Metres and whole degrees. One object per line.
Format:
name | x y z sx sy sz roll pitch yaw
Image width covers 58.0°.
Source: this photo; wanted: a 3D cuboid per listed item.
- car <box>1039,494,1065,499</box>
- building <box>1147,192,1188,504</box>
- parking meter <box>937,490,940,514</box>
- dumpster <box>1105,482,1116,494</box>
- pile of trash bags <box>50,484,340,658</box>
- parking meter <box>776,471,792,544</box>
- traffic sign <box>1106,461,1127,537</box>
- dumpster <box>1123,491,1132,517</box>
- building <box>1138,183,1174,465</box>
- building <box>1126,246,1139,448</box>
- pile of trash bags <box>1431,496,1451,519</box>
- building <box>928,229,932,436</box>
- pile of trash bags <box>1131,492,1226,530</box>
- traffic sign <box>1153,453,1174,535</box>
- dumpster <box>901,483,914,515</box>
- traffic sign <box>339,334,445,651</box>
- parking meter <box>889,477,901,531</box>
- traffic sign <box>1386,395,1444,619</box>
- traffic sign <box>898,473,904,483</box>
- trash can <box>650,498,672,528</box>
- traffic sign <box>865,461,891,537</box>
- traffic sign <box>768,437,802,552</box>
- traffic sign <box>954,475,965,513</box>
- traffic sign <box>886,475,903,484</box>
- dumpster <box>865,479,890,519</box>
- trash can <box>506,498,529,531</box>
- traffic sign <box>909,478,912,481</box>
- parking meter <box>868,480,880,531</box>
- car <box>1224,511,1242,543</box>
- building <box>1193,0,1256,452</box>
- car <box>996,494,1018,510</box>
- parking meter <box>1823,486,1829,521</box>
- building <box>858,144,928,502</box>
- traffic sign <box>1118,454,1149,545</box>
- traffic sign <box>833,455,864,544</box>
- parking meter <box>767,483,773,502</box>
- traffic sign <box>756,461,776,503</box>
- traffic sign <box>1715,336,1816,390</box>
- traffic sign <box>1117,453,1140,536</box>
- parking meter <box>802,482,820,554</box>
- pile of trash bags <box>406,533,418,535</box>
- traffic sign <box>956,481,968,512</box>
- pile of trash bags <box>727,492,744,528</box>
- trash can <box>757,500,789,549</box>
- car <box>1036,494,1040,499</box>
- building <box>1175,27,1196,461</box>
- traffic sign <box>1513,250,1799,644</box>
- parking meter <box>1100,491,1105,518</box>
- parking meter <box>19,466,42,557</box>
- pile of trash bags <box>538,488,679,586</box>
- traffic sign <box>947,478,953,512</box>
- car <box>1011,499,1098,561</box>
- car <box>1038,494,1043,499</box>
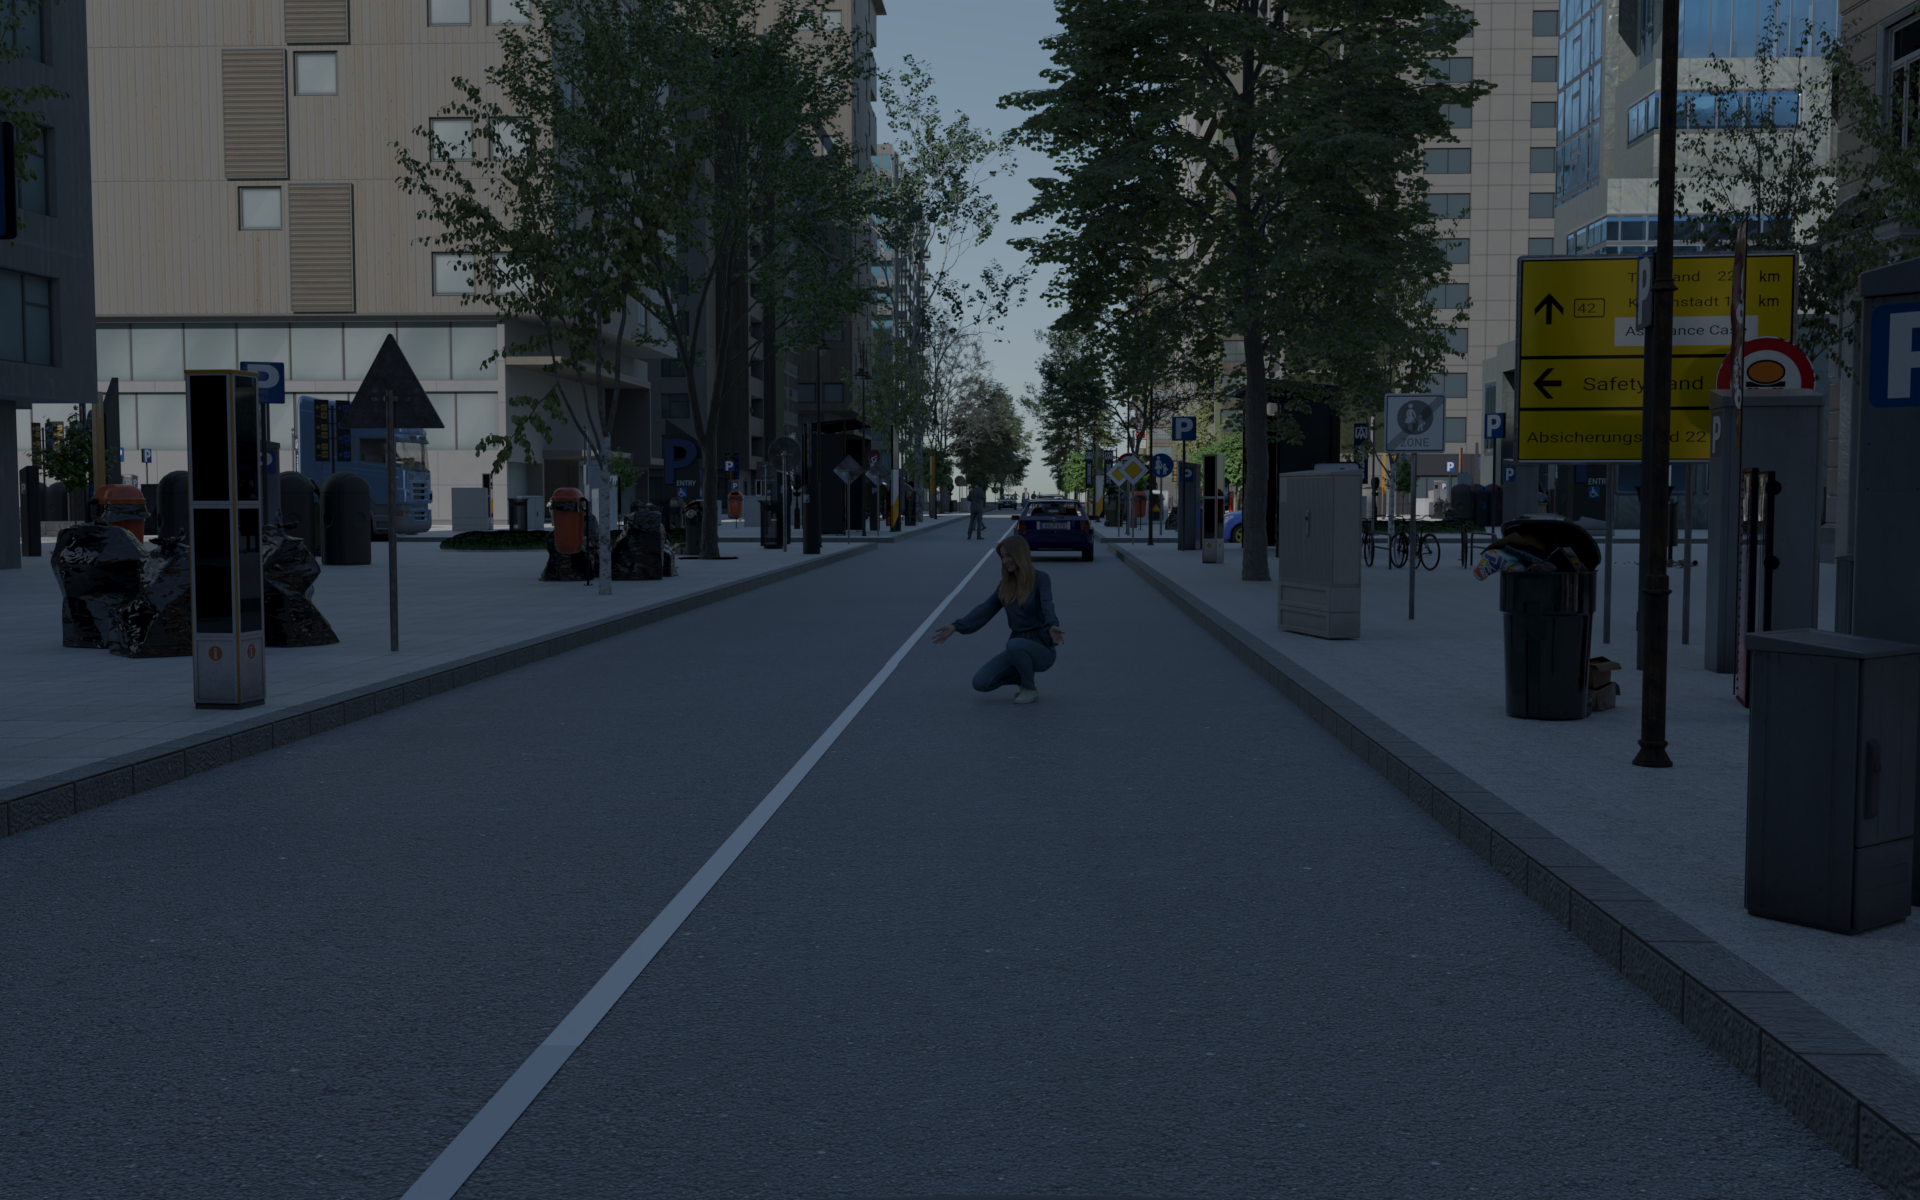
car | 4.815 -4.954 90.780 2.009 1.686 4.222 0 4 2
building | 32.254 -33.664 234.002 14.154 41.232 14.086 0 4 3
parking meter | -1.437 -6.146 108.900 0.372 1.533 0.369 0 3 0
dumpster | 7.894 -5.042 84.924 1.502 2.255 1.985 0 4 3
pile of trash bags | -6.938 -0.332 15.187 1.912 1.369 3.447 -3 5 -43
parking meter | -4.487 -2.358 44.270 0.399 1.863 0.255 0 4 -7
traffic sign | 4.764 -2.953 51.917 0.795 2.450 0.064 0 4 3
dumpster | 7.753 -4.599 80.948 1.264 1.857 1.865 0 4 3
building | 32.903 -36.577 248.141 14.600 45.320 14.200 0 4 3
building | 37.370 -37.626 269.805 22.147 44.769 28.867 0 4 3
pile of trash bags | 25.237 -4.788 88.032 1.912 1.369 3.447 0 4 0
building | -15.967 -39.732 269.231 23.786 49.044 30.456 0 4 3
pile of trash bags | 7.817 -3.190 61.915 3.447 1.369 1.912 0 4 -3
traffic sign | 6.264 -3.291 53.920 0.768 2.556 0.104 1 4 8
dumpster | -3.038 -5.110 89.311 1.264 1.857 1.865 0 4 3
traffic sign | -4.618 -0.861 14.076 0.884 2.594 0.081 0 4 6
parking meter | -2.227 -3.286 59.429 0.399 1.863 0.255 0 4 8
traffic sign | 4.623 -0.950 17.666 0.606 2.300 0.079 0 4 7
traffic sign | -3.429 -5.713 93.410 0.884 2.594 0.081 1 4 9
trash can | -9.718 -2.729 56.272 0.748 1.137 0.748 0 3 0
traffic sign | -2.471 -2.974 52.274 0.795 2.450 0.064 0 4 3
traffic sign | -3.887 -2.343 38.413 0.768 2.556 0.104 1 4 9
traffic sign | -0.017 -7.216 118.085 0.768 2.556 0.104 1 4 12
traffic sign | -3.339 -5.381 87.983 0.884 2.594 0.081 0 4 6
dumpster | -4.397 -5.366 90.228 1.502 2.255 1.985 0 4 3
trash can | -14.776 -2.830 57.932 0.748 1.137 0.748 0 3 0
traffic sign | -2.781 -6.476 105.991 0.768 2.556 0.104 1 4 9
parking meter | -3.003 -3.357 60.591 0.399 1.863 0.255 0 4 -1
car | 8.881 -2.356 48.118 3.694 1.707 1.945 0 4 2
building | 32.099 -32.267 151.266 21.300 48.544 21.600 0 4 3
car | 4.297 -8.990 156.777 2.009 1.686 4.222 0 4 2
parking meter | 28.632 -2.974 57.032 0.372 1.533 0.369 0 3 0
building | -17.682 -37.830 238.120 23.786 49.044 30.456 0 4 3
traffic sign | 4.391 -2.465 43.940 0.795 2.450 0.064 0 4 3
traffic sign | -2.844 -2.487 44.298 0.795 2.450 0.064 0 4 3
parking meter | -10.030 -5.201 90.746 0.399 1.863 0.255 -1 4 -12
traffic sign | -6.081 -3.191 54.303 0.606 2.300 0.079 0 4 3
traffic sign | 6.511 -0.855 14.087 0.768 2.556 0.104 0 4 8
traffic sign | 5.194 -3.257 53.355 0.768 2.556 0.104 0 4 6
parking meter | -3.173 -1.749 36.999 0.372 1.533 0.369 0 3 0
pile of trash bags | -18.829 -2.728 54.350 3.447 1.369 1.912 -1 4 -18
traffic sign | 0.151 -7.403 121.037 0.884 2.594 0.081 1 4 9
pile of trash bags | -9.791 -3.358 64.662 3.447 1.369 1.912 0 4 -2
trash can | -4.375 -1.769 40.584 0.748 1.137 0.748 0 3 0
car | 12.633 -15.749 267.289 2.009 1.686 4.222 0 4 3
building | 36.315 -35.855 175.469 28.713 52.752 27.495 0 4 3
traffic sign | 5.873 -1.275 14.722 2.265 3.308 0.079 1 4 9
parking meter | 7.567 -5.157 92.729 0.372 1.533 0.369 0 3 0
parking meter | -19.122 -1.829 35.619 0.399 1.863 0.255 3 4 37
pile of trash bags | -5.370 -0.977 25.719 1.912 1.369 3.447 0 4 4
traffic sign | -0.857 -7.502 122.762 0.768 2.556 0.104 0 4 5
car | 2.088 -1.570 38.246 1.945 1.354 3.894 0 4 4
car | 7.906 -9.143 159.716 2.015 1.641 3.980 0 4 3
